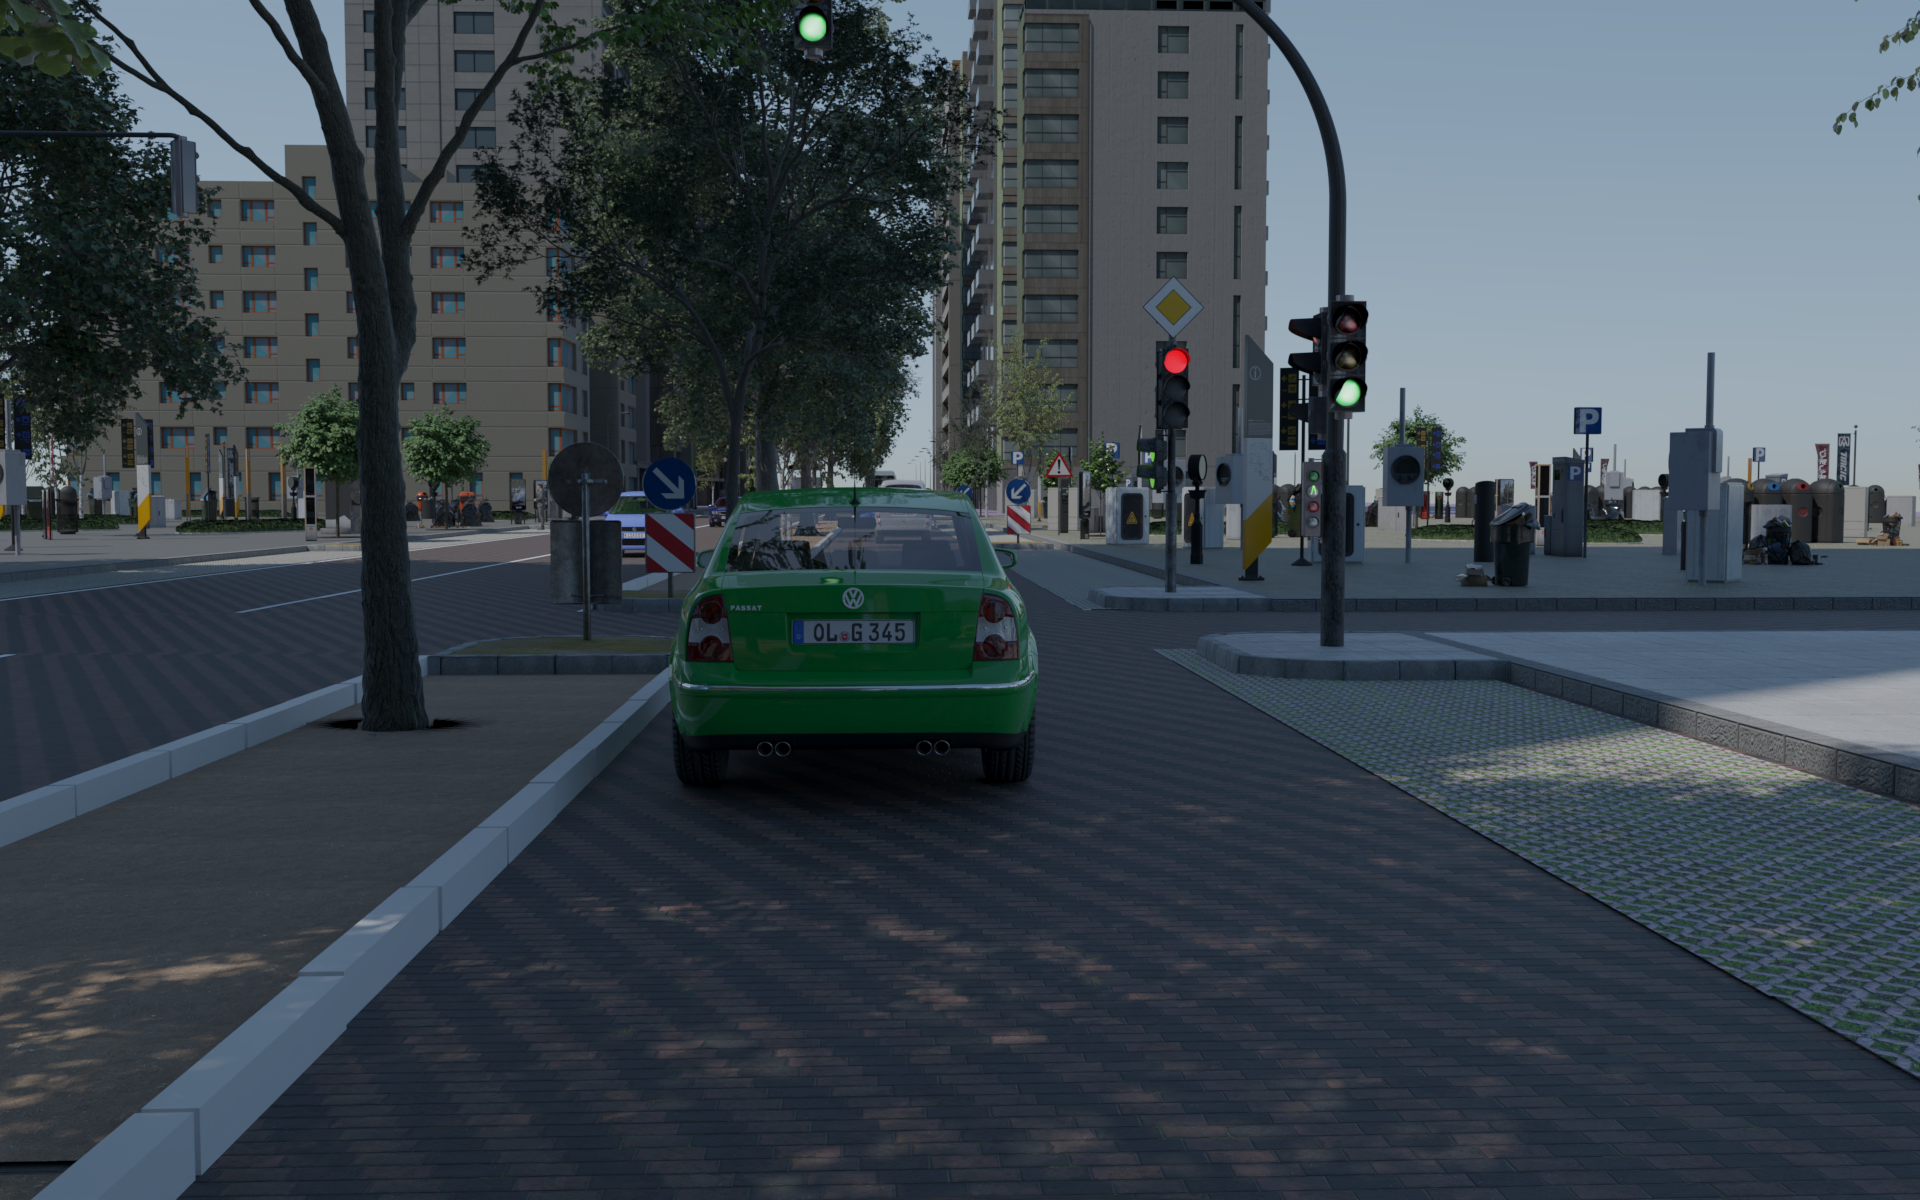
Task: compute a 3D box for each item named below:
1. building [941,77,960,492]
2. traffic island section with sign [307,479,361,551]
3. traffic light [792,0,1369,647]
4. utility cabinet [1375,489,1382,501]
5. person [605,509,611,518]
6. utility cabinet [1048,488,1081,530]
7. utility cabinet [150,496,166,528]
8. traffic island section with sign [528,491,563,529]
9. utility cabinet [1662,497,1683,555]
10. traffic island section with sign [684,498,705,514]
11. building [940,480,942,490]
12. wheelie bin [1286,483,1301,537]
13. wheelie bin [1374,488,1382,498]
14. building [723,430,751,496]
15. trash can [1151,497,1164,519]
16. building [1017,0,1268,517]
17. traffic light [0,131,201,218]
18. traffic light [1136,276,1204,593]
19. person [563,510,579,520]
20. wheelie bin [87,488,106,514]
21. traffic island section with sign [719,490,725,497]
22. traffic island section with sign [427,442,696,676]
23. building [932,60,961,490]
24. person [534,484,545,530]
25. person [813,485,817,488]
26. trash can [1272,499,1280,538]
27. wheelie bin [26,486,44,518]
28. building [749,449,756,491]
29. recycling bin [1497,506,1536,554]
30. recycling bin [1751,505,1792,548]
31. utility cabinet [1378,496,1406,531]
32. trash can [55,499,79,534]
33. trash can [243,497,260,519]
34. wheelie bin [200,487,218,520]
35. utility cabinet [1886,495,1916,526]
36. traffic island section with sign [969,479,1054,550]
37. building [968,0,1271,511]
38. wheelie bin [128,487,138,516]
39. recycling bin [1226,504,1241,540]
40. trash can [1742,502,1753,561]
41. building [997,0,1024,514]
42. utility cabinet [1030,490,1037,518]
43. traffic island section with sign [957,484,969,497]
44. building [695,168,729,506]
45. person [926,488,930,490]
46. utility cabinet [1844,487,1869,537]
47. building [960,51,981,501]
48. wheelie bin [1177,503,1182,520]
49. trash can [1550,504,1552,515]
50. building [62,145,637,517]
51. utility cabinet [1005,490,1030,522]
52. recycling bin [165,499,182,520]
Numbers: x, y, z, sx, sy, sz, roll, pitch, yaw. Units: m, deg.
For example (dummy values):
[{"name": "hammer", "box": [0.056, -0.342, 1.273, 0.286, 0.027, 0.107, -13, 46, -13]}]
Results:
[{"name": "building", "box": [8.971, -34.892, 194.183, 21.300, 48.544, 21.600, 0, 4, -3]}, {"name": "traffic island section with sign", "box": [-15.269, -2.159, 43.927, 1.989, 1.847, 2.006, 0, 4, -3]}, {"name": "traffic light", "box": [1.033, -2.424, 14.307, 4.771, 5.953, 1.251, 0, 4, -3]}, {"name": "utility cabinet", "box": [18.140, -3.939, 73.085, 1.173, 1.500, 0.318, 3, 5, 39]}, {"name": "person", "box": [-16.485, -4.461, 81.613, 0.709, 1.800, 0.728, 2, 4, 33]}, {"name": "utility cabinet", "box": [3.663, -3.177, 60.624, 1.173, 1.500, 0.318, 2, 4, 31]}, {"name": "utility cabinet", "box": [-30.794, -3.357, 66.045, 0.306, 1.237, 1.020, 2, 4, 24]}, {"name": "traffic island section with sign", "box": [-16.577, -3.825, 71.173, 1.989, 1.847, 2.006, 0, 4, -3]}, {"name": "utility cabinet", "box": [15.262, -1.583, 37.045, 0.306, 1.237, 1.020, 2, 4, 29]}, {"name": "traffic island section with sign", "box": [-18.996, -6.912, 121.645, 1.989, 1.847, 2.006, 0, 4, -3]}, {"name": "building", "box": [13.773, -32.153, 217.588, 32.217, 40.220, 23.993, 0, 4, -3]}, {"name": "wheelie bin", "box": [10.131, -2.661, 51.420, 0.693, 1.594, 0.980, 2, 4, 31]}, {"name": "wheelie bin", "box": [22.334, -5.112, 91.488, 0.693, 1.594, 0.980, -2, 4, -28]}, {"name": "building", "box": [-42.200, -23.295, 225.910, 27.650, 21.520, 28.899, 0, 4, -3]}, {"name": "trash can", "box": [10.252, -4.777, 89.756, 0.748, 1.137, 0.748, 0, 3, 0]}, {"name": "building", "box": [10.294, -20.394, 105.141, 14.160, 30.474, 14.107, 0, 4, -3]}, {"name": "traffic light", "box": [-12.071, -2.885, 21.834, 4.771, 5.953, 1.251, 0, 4, -3]}, {"name": "traffic light", "box": [2.735, -2.055, 22.524, 0.839, 4.253, 0.868, 0, 4, -3]}, {"name": "person", "box": [-9.698, -2.123, 43.401, 0.537, 1.800, 0.526, -2, 4, -27]}, {"name": "wheelie bin", "box": [-45.118, -5.050, 90.471, 0.693, 1.594, 0.980, 2, 4, 32]}, {"name": "traffic island section with sign", "box": [-20.283, -8.559, 148.569, 1.989, 1.847, 2.006, 0, 4, -3]}, {"name": "traffic island section with sign", "box": [-3.257, -0.395, 14.596, 2.006, 1.907, 1.989, 0, 4, -3]}, {"name": "building", "box": [6.604, -42.861, 242.770, 21.231, 58.520, 28.212, 0, 4, -3]}, {"name": "person", "box": [-16.717, -3.703, 68.852, 0.447, 1.846, 0.655, -1, 4, -9]}, {"name": "person", "box": [-6.557, -4.266, 78.259, 0.555, 1.821, 0.388, -1, 4, -22]}, {"name": "trash can", "box": [8.986, -2.386, 50.667, 0.748, 1.137, 0.748, 0, 3, 0]}, {"name": "wheelie bin", "box": [-36.581, -3.702, 68.437, 0.980, 1.594, 0.693, -2, 4, -29]}, {"name": "building", "box": [-35.687, -29.136, 248.073, 14.160, 30.474, 14.107, 0, 4, -3]}, {"name": "recycling bin", "box": [11.951, -1.508, 37.216, 0.722, 1.027, 0.722, 1, 4, 10]}, {"name": "recycling bin", "box": [18.982, -1.711, 40.533, 0.722, 1.027, 0.722, 1, 4, 10]}, {"name": "utility cabinet", "box": [15.153, -3.021, 60.555, 1.020, 1.237, 0.306, 1, 4, 23]}, {"name": "trash can", "box": [-28.458, -2.664, 55.214, 0.748, 1.137, 0.748, 0, 3, 0]}, {"name": "trash can", "box": [-32.739, -4.186, 80.094, 0.748, 1.137, 0.748, 0, 3, 0]}, {"name": "wheelie bin", "box": [-34.533, -4.390, 79.692, 0.693, 1.594, 0.980, -3, 4, -37]}, {"name": "utility cabinet", "box": [37.592, -3.548, 69.173, 0.306, 1.237, 1.020, -2, 4, -35]}, {"name": "traffic island section with sign", "box": [1.362, -2.244, 45.319, 1.989, 1.847, 2.006, 0, 4, -3]}, {"name": "building", "box": [12.124, -31.946, 141.924, 23.786, 49.044, 30.456, 0, 4, -3]}, {"name": "wheelie bin", "box": [-38.728, -4.508, 81.608, 0.980, 1.594, 0.693, 2, 4, 25]}, {"name": "recycling bin", "box": [7.844, -2.197, 48.477, 0.722, 1.027, 0.722, 1, 4, 13]}, {"name": "trash can", "box": [14.791, -1.318, 33.211, 0.748, 1.137, 0.748, 0, 3, 0]}, {"name": "building", "box": [9.447, -26.643, 119.202, 14.154, 41.232, 14.086, 0, 4, -3]}, {"name": "utility cabinet", "box": [3.528, -5.100, 92.061, 1.173, 1.500, 0.318, 3, 4, 37]}, {"name": "traffic island section with sign", "box": [0.054, -3.891, 72.242, 1.989, 1.847, 2.006, 0, 4, -3]}, {"name": "building", "box": [-37.346, -33.104, 195.867, 22.147, 44.769, 28.867, 0, 4, -3]}, {"name": "person", "box": [-1.378, -4.199, 77.988, 0.563, 1.720, 0.643, -3, 5, -44]}, {"name": "utility cabinet", "box": [26.123, -2.596, 51.121, 1.173, 1.500, 0.318, 3, 5, 43]}, {"name": "building", "box": [6.919, -29.393, 164.168, 14.154, 41.232, 14.086, 0, 4, -3]}, {"name": "wheelie bin", "box": [9.800, -4.255, 77.476, 0.980, 1.594, 0.693, -1, 4, -18]}, {"name": "trash can", "box": [23.724, -3.487, 68.660, 0.748, 1.137, 0.748, 0, 3, 0]}, {"name": "building", "box": [-36.644, -16.235, 110.479, 27.650, 21.520, 28.899, 0, 4, -3]}, {"name": "utility cabinet", "box": [2.534, -4.282, 78.695, 0.318, 1.500, 1.173, -3, 5, -39]}, {"name": "recycling bin", "box": [-39.792, -4.578, 87.409, 0.722, 1.027, 0.722, 0, 4, 3]}]
